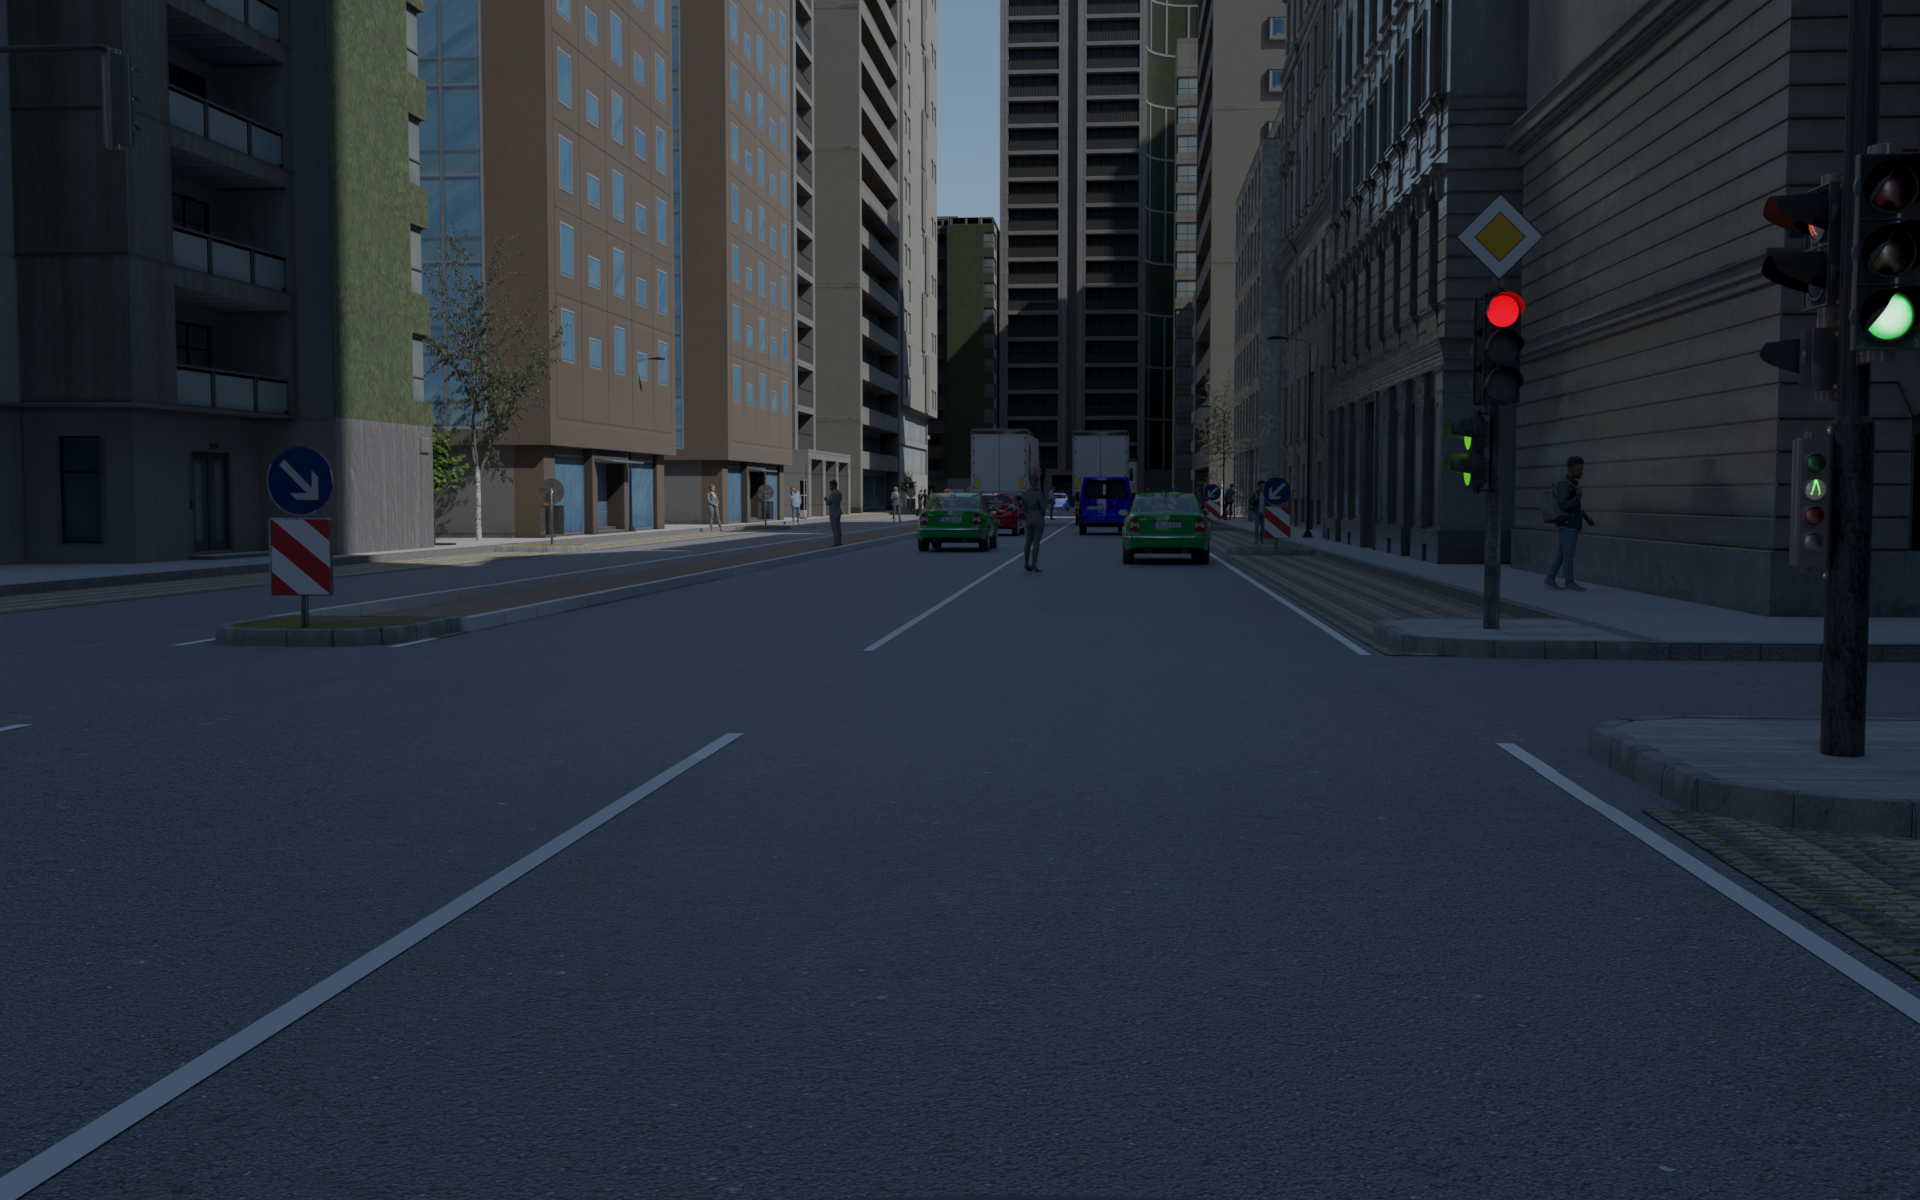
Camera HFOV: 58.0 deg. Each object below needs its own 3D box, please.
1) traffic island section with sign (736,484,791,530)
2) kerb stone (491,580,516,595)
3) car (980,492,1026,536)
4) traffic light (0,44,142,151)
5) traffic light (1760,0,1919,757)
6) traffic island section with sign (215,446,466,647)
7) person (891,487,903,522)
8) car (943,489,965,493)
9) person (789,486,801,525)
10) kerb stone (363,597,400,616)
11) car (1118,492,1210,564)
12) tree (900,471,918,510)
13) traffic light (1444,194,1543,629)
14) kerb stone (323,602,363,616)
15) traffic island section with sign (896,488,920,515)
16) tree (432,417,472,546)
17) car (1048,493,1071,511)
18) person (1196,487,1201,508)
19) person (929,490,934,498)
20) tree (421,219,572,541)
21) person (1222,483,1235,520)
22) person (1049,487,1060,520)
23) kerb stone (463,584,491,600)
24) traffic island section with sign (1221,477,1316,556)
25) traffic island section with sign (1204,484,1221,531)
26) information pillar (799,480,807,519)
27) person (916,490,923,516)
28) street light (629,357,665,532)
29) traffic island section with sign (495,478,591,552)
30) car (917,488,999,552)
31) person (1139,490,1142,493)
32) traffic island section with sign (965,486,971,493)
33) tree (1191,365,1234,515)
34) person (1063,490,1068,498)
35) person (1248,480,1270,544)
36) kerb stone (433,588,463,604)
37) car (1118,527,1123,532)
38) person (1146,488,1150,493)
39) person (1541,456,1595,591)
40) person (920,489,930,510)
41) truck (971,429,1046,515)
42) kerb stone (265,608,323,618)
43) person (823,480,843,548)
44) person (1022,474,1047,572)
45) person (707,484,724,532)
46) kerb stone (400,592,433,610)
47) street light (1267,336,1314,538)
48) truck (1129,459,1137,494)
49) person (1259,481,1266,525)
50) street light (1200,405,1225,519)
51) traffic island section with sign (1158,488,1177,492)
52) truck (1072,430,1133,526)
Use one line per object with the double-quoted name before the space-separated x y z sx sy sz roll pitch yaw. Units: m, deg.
"traffic island section with sign" -7.919 -3.765 70.184 1.989 1.847 2.006 0 4 5
"kerb stone" -6.630 -0.153 24.798 0.120 0.150 1.000 0 4 5
"car" 1.304 -3.158 60.667 2.155 1.783 4.494 0 4 7
"traffic light" -10.852 -2.641 17.854 4.771 5.953 1.251 0 4 5
"traffic light" 2.232 -2.069 8.491 4.771 5.953 1.251 0 4 5
"traffic island section with sign" -6.244 -0.554 17.191 2.006 1.907 1.989 0 4 5
"person" -3.262 -4.964 89.844 0.661 1.801 0.590 -3 4 -36
"car" -0.346 -6.784 119.583 2.281 1.827 5.304 0 4 4
"person" -7.668 -4.404 80.767 0.793 1.790 0.793 2 4 26
"kerb stone" -6.999 0.090 20.717 0.120 0.150 1.000 0 4 5
"car" 4.342 -1.712 36.790 1.959 1.807 4.718 0 4 5
"tree" -4.274 -8.882 139.827 1.663 3.219 1.824 0 3 0
"traffic light" 5.046 -1.680 16.396 0.839 4.253 0.868 0 4 5
"kerb stone" -7.090 0.153 19.688 0.120 0.150 1.000 0 4 5
"traffic island section with sign" -3.372 -6.826 120.235 1.989 1.847 2.006 0 4 5
"tree" -13.080 -2.991 43.509 1.663 3.219 1.824 0 3 0
"car" 8.491 -8.468 148.037 1.945 1.707 3.694 0 4 3
"person" 11.572 -4.607 84.373 0.362 1.759 0.519 0 4 7
"person" -2.514 -8.774 150.963 0.415 1.643 0.593 0 4 -6
"tree" -12.971 -5.930 47.312 4.360 8.622 3.978 0 3 0
"person" 13.234 -4.839 85.340 0.592 1.802 0.473 0 4 -8
"person" 5.220 -5.344 95.750 0.599 1.838 0.709 -1 4 -10
"kerb stone" -6.715 -0.097 23.775 0.120 0.150 1.000 0 4 5
"traffic island section with sign" 7.323 -1.980 41.004 1.989 1.847 2.006 0 4 5
"traffic island section with sign" 9.785 -3.640 68.138 1.989 1.847 2.006 0 4 5
"information pillar" -8.039 -5.150 88.699 0.304 2.012 0.304 1 4 20
"person" -2.543 -6.211 110.977 0.530 1.710 0.541 -1 4 -9
"street light" -10.650 -5.268 58.666 1.470 5.913 1.316 0 4 5
"traffic island section with sign" -10.354 -2.123 43.339 1.989 1.847 2.006 0 4 5
"car" -0.018 -2.191 44.624 1.959 1.807 4.718 0 4 6
"person" 13.081 -7.113 125.714 0.541 1.710 0.530 -1 4 -16
"traffic island section with sign" 0.546 -5.131 92.024 2.006 1.907 1.989 0 4 5
"tree" 15.105 -9.123 99.525 4.360 8.622 3.978 0 3 0
"person" 9.698 -9.421 162.536 0.705 1.823 1.348 -3 5 -43
"person" 8.612 -2.502 49.390 0.794 1.824 0.713 0 4 4
"kerb stone" -6.809 -0.034 22.756 0.120 0.150 1.000 0 4 5
"car" 6.975 -3.487 67.240 2.015 1.641 3.980 0 4 6
"person" 11.733 -6.084 108.057 0.705 1.814 1.350 -2 4 -31
"person" 8.037 -1.007 22.860 0.721 1.781 0.623 1 4 12
"person" -2.024 -5.822 104.412 0.721 1.735 1.217 -3 4 -39
"truck" 2.278 -5.578 80.115 2.839 4.237 11.283 0 4 6
"kerb stone" -7.182 0.218 18.667 0.120 0.150 1.000 0 4 5
"person" -3.346 -2.255 45.556 0.466 1.800 0.511 1 4 10
"person" 1.399 -1.414 31.886 0.520 1.790 0.573 2 4 24
"person" -9.100 -3.408 64.488 0.573 1.790 0.520 1 4 22
"kerb stone" -6.908 0.028 21.737 0.120 0.150 1.000 0 4 5
"street light" 9.695 -4.789 50.840 1.470 5.913 1.316 0 4 5
"truck" 13.219 -9.458 143.547 2.839 4.237 11.283 0 4 4
"person" 12.397 -3.937 70.655 0.529 1.795 0.600 0 4 4
"street light" 13.262 -7.225 90.662 1.470 5.913 1.316 0 4 5
"traffic island section with sign" 14.299 -6.680 117.845 1.989 1.847 2.006 0 4 5
"truck" 6.758 -5.692 81.975 2.839 4.237 11.283 0 4 6
